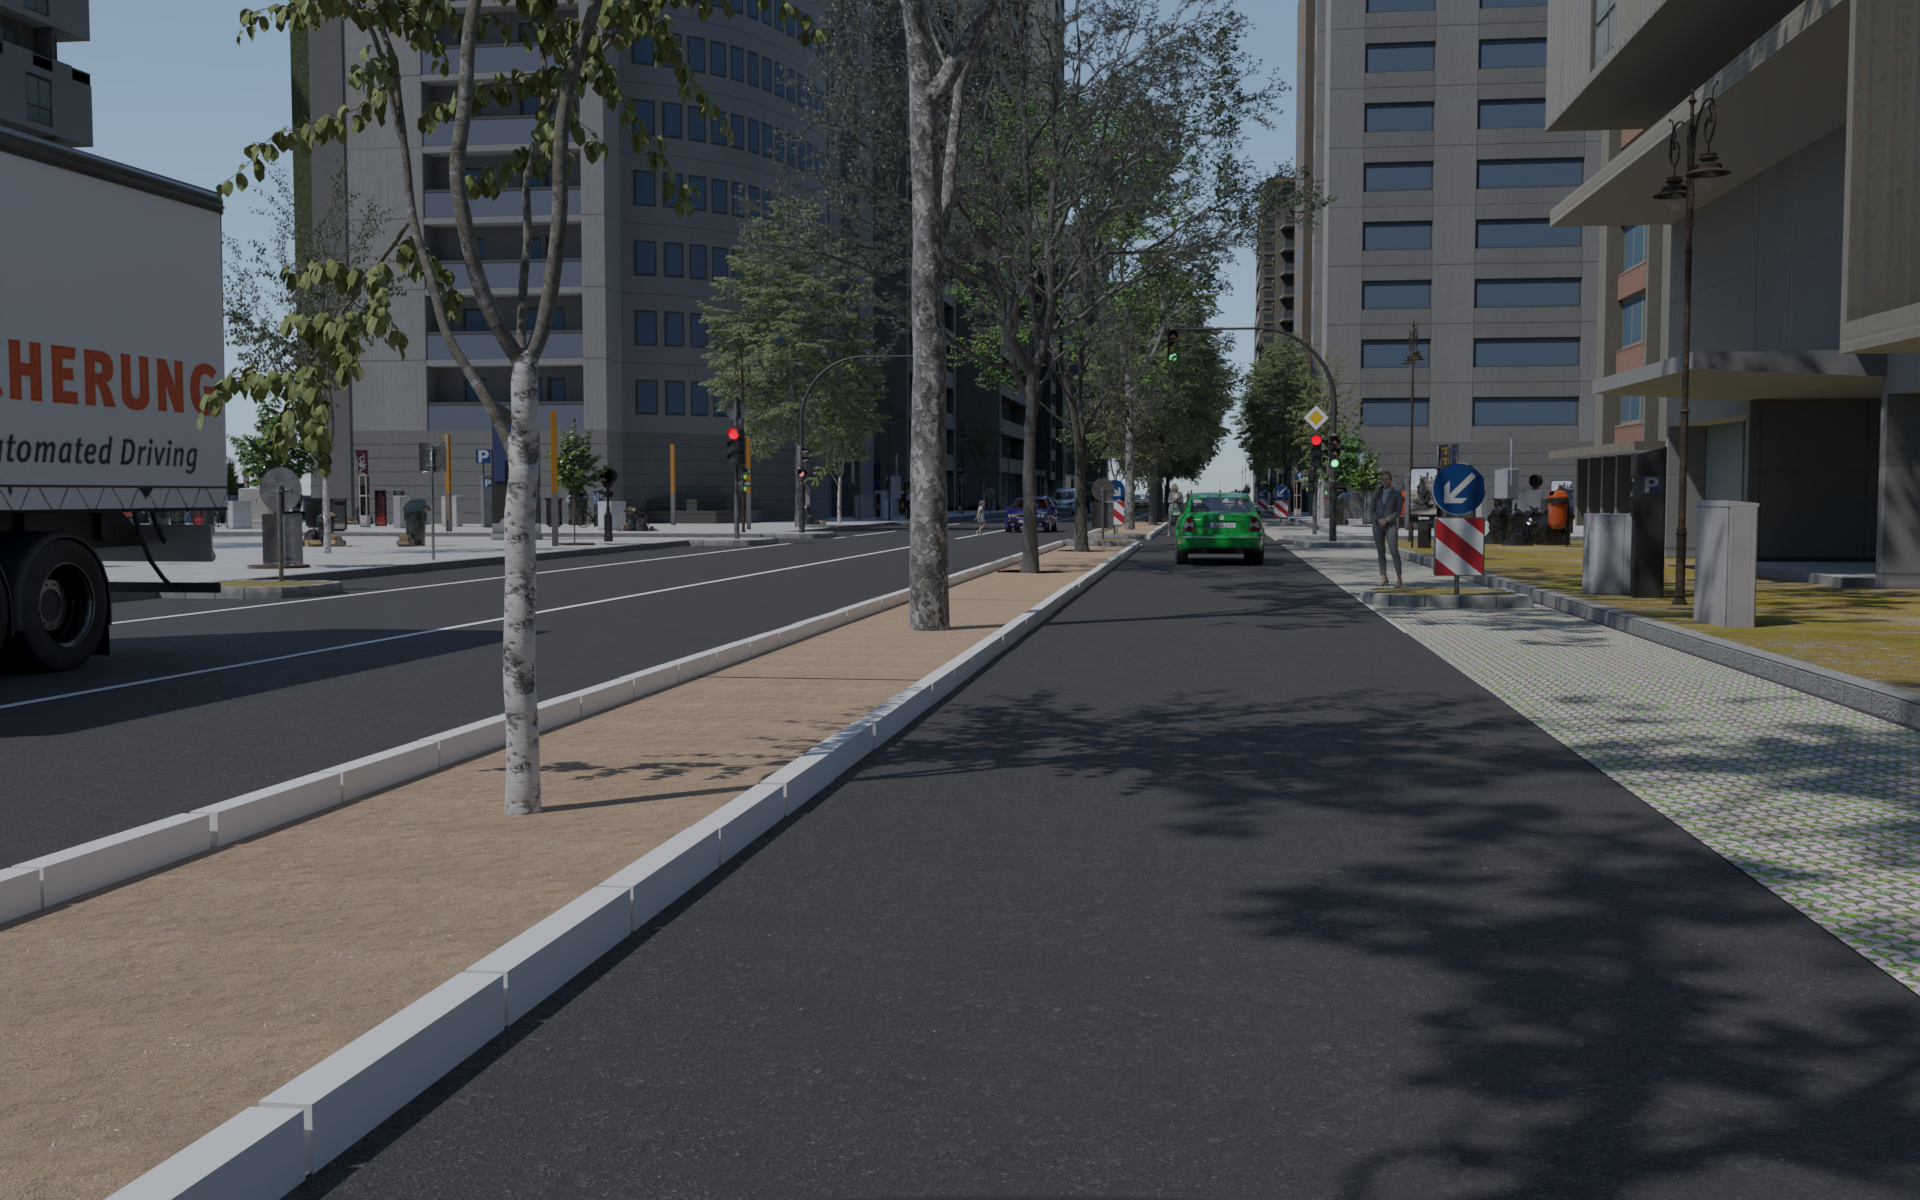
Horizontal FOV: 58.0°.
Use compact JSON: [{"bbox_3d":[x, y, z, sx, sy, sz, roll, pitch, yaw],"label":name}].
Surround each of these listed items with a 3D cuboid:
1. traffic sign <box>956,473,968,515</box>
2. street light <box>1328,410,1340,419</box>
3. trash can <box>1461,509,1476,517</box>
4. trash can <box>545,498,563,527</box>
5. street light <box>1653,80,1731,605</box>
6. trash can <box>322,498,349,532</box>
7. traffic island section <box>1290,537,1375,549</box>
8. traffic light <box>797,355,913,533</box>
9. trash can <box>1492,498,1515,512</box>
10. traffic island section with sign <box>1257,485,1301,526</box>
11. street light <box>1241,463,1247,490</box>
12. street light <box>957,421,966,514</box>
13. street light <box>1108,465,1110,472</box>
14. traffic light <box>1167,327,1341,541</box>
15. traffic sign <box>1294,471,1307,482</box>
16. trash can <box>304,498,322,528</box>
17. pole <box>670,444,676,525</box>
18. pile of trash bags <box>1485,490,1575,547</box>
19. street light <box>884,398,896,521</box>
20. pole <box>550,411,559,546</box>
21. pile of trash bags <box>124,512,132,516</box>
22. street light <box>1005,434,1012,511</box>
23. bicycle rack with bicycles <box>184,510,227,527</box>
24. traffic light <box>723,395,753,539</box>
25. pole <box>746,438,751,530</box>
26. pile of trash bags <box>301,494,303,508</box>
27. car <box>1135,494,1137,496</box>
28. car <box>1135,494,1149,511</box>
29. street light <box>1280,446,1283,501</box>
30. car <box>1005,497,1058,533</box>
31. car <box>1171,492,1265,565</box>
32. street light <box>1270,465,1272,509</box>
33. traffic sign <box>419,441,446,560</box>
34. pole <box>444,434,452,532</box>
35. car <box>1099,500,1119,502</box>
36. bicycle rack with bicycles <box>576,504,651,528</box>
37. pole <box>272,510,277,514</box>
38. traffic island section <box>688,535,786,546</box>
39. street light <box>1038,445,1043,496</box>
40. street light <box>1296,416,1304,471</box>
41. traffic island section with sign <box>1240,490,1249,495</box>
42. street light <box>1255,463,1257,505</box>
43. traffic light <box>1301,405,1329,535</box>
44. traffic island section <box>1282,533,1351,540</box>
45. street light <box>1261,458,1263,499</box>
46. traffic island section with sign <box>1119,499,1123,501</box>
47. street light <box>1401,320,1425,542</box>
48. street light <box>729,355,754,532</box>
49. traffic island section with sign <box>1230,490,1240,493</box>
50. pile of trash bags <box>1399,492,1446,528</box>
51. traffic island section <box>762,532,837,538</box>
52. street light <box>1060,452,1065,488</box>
[{"bbox_3d":[0.107,-6.482,106.080,0.768,2.556,0.104,1,4,15],"label":"traffic sign"},{"bbox_3d":[16.590,-6.374,77.008,0.468,5.910,1.993,1,4,8],"label":"street light"},{"bbox_3d":[16.880,-2.819,57.747,0.748,1.137,0.748,0,3,0],"label":"trash can"},{"bbox_3d":[-15.745,-3.397,67.189,0.748,1.137,0.748,0,3,0],"label":"trash can"},{"bbox_3d":[8.360,-2.884,19.937,0.468,5.910,1.993,1,4,8],"label":"street light"},{"bbox_3d":[-21.319,-2.915,59.319,0.748,1.137,0.748,0,3,0],"label":"trash can"},{"bbox_3d":[10.137,-1.515,47.058,2.009,0.180,2.903,1,4,8],"label":"traffic island section"},{"bbox_3d":[-3.124,-5.032,56.935,4.771,5.953,1.251,1,4,8],"label":"traffic light"},{"bbox_3d":[19.071,-3.007,60.812,0.748,1.137,0.748,0,3,0],"label":"trash can"},{"bbox_3d":[14.160,-4.191,77.147,1.989,1.847,2.006,1,4,8],"label":"traffic island section with sign"},{"bbox_3d":[43.023,-17.632,261.068,0.468,5.910,1.993,1,4,8],"label":"street light"},{"bbox_3d":[0.165,-8.333,109.025,0.468,5.910,1.993,1,4,8],"label":"street light"},{"bbox_3d":[22.929,-17.954,266.339,0.468,5.910,1.993,1,4,8],"label":"street light"},{"bbox_3d":[8.015,-4.430,47.106,4.771,5.953,1.251,1,4,8],"label":"traffic light"},{"bbox_3d":[18.956,-5.888,96.369,0.768,2.556,0.104,1,4,12],"label":"traffic sign"},{"bbox_3d":[-24.529,-3.309,65.750,0.748,1.137,0.748,0,3,0],"label":"trash can"},{"bbox_3d":[-11.797,-4.733,71.228,0.158,3.312,0.155,0,3,0],"label":"pole"},{"bbox_3d":[14.398,-2.047,43.225,1.912,1.369,3.447,0,4,-2],"label":"pile of trash bags"},{"bbox_3d":[-3.402,-6.762,83.338,0.468,5.910,1.993,1,4,8],"label":"street light"},{"bbox_3d":[-9.933,-2.971,42.416,0.158,3.312,0.155,0,3,0],"label":"pole"},{"bbox_3d":[-53.017,-6.246,111.871,3.447,1.369,1.912,-1,4,-21],"label":"pile of trash bags"},{"bbox_3d":[3.717,-9.830,133.509,0.468,5.910,1.993,1,4,8],"label":"street light"},{"bbox_3d":[-28.681,-3.331,67.839,2.925,0.926,2.852,3,5,41],"label":"bicycle rack with bicycles"},{"bbox_3d":[-6.346,-3.693,49.295,0.839,4.253,0.868,1,4,8],"label":"traffic light"},{"bbox_3d":[-7.641,-4.205,62.598,0.158,3.312,0.155,0,3,0],"label":"pole"},{"bbox_3d":[-38.352,-5.768,104.054,3.447,1.369,1.912,-3,5,-42],"label":"pile of trash bags"},{"bbox_3d":[20.382,-12.048,205.785,1.959,1.807,4.718,1,4,9],"label":"car"},{"bbox_3d":[15.748,-8.490,149.037,2.015,1.641,3.980,1,4,10],"label":"car"},{"bbox_3d":[23.964,-9.529,128.592,0.468,5.910,1.993,1,4,8],"label":"street light"},{"bbox_3d":[2.723,-3.254,65.789,1.945,1.354,3.894,1,4,9],"label":"car"},{"bbox_3d":[5.449,-1.703,36.644,1.959,1.807,4.718,0,4,6],"label":"car"},{"bbox_3d":[27.514,-11.022,153.001,0.468,5.910,1.993,1,4,8],"label":"street light"},{"bbox_3d":[-10.271,-1.933,33.730,0.606,2.300,0.079,1,4,18],"label":"traffic sign"},{"bbox_3d":[-17.393,-3.977,58.865,0.158,3.312,0.155,0,3,0],"label":"pole"},{"bbox_3d":[15.400,-10.170,178.634,2.083,1.381,4.827,1,4,10],"label":"car"},{"bbox_3d":[-13.122,-3.215,65.955,2.925,0.926,2.852,-1,4,-16],"label":"bicycle rack with bicycles"},{"bbox_3d":[-26.287,-4.434,66.340,0.158,3.312,0.155,0,3,0],"label":"pole"},{"bbox_3d":[-6.384,-1.661,49.435,2.009,0.180,2.903,1,4,8],"label":"traffic island section"},{"bbox_3d":[7.349,-11.373,158.730,0.468,5.910,1.993,1,4,8],"label":"street light"},{"bbox_3d":[20.207,-7.963,102.980,0.468,5.910,1.993,1,4,8],"label":"street light"},{"bbox_3d":[17.997,-5.823,103.829,1.989,1.847,2.006,1,4,8],"label":"traffic island section with sign"},{"bbox_3d":[34.780,-14.137,203.934,0.468,5.910,1.993,1,4,8],"label":"street light"},{"bbox_3d":[11.238,-4.033,54.853,0.839,4.253,0.868,1,4,8],"label":"traffic light"},{"bbox_3d":[11.276,-1.999,54.962,2.009,0.180,2.903,1,4,8],"label":"traffic island section"},{"bbox_3d":[31.180,-12.595,178.708,0.468,5.910,1.993,1,4,8],"label":"street light"},{"bbox_3d":[24.645,-15.664,264.733,1.989,1.847,2.006,1,4,8],"label":"traffic island section with sign"},{"bbox_3d":[12.080,-4.496,46.298,0.468,5.910,1.993,1,4,8],"label":"street light"},{"bbox_3d":[-7.239,-5.196,57.737,0.468,5.910,1.993,1,4,8],"label":"street light"},{"bbox_3d":[25.144,-8.855,153.401,1.989,1.847,2.006,1,4,8],"label":"traffic island section with sign"},{"bbox_3d":[17.133,-3.356,64.626,1.912,1.369,3.447,3,4,36],"label":"pile of trash bags"},{"bbox_3d":[-5.245,-2.144,57.339,2.009,0.180,2.903,1,4,8],"label":"traffic island section"},{"bbox_3d":[10.918,-12.927,184.136,0.468,5.910,1.993,1,4,8],"label":"street light"}]
